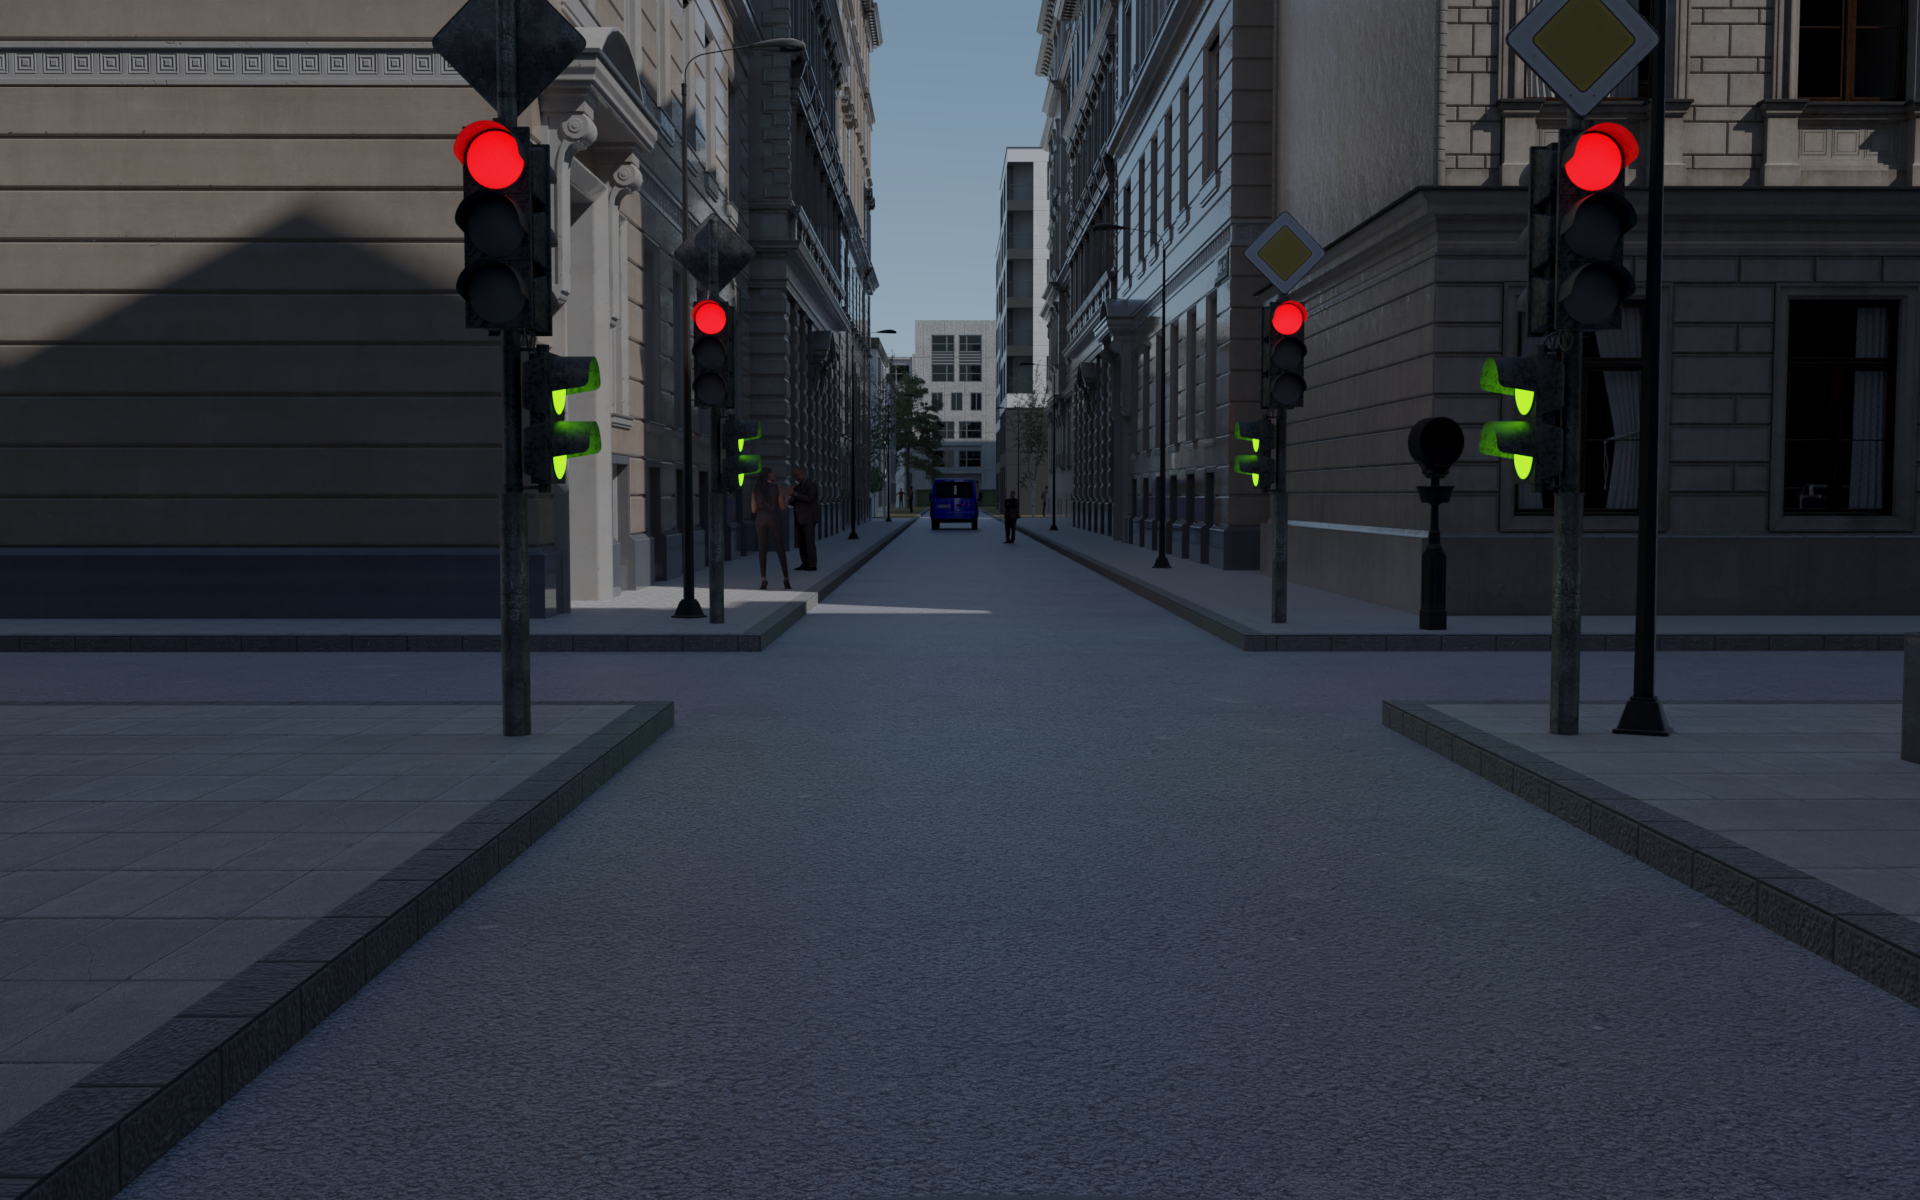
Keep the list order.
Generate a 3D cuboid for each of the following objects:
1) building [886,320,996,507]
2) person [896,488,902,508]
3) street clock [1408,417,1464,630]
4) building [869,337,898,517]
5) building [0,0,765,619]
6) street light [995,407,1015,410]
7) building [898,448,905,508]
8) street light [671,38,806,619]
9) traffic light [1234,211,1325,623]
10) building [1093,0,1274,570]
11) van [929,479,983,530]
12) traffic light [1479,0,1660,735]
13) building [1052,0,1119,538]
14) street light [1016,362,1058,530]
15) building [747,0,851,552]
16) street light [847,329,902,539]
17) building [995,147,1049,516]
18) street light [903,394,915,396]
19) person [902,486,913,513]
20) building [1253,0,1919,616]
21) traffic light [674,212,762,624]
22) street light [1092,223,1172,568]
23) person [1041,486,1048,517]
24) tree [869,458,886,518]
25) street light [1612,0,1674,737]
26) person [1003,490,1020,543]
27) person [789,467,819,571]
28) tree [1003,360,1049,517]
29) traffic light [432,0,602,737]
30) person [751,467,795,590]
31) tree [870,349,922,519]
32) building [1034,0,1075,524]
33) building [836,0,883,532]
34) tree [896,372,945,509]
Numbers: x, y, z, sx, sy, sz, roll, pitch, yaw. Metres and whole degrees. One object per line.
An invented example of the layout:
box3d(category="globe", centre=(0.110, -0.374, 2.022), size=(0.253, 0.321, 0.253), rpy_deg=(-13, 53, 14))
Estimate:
box3d(category="building", centre=(-4.620, -19.459, 184.607), size=(31.486, 18.905, 16.747), rpy_deg=(0, 4, 0))
box3d(category="person", centre=(-5.358, -9.247, 157.197), size=(1.348, 1.831, 0.705), rpy_deg=(1, 4, 11))
box3d(category="street clock", centre=(4.480, -0.720, 16.345), size=(0.471, 2.002, 0.358), rpy_deg=(-1, 4, -14))
box3d(category="building", centre=(-8.963, -10.068, 106.753), size=(9.099, 9.664, 28.070), rpy_deg=(0, 4, 0))
box3d(category="building", centre=(-10.549, -14.721, 26.598), size=(13.634, 28.700, 20.117), rpy_deg=(0, 4, 0))
box3d(category="street light", centre=(2.578, -7.319, 92.206), size=(1.470, 5.913, 1.316), rpy_deg=(0, 4, 0))
box3d(category="building", centre=(-9.408, -11.781, 134.768), size=(9.099, 9.664, 28.070), rpy_deg=(0, 4, 0))
box3d(category="street light", centre=(-2.274, -2.769, 17.816), size=(1.470, 5.913, 1.316), rpy_deg=(0, 4, 0))
box3d(category="traffic light", centre=(3.163, -1.707, 17.150), size=(0.839, 4.213, 0.868), rpy_deg=(0, 4, 0))
box3d(category="building", centre=(10.580, -15.418, 37.991), size=(13.634, 28.700, 20.117), rpy_deg=(0, 4, 0))
box3d(category="van", centre=(-0.196, -4.074, 70.995), size=(2.240, 2.365, 5.245), rpy_deg=(0, 4, 1))
box3d(category="traffic light", centre=(3.218, -1.218, 9.166), size=(0.839, 4.213, 0.868), rpy_deg=(0, 4, 0))
box3d(category="building", centre=(9.221, -14.047, 58.553), size=(11.050, 23.489, 19.941), rpy_deg=(0, 4, 0))
box3d(category="street light", centre=(2.777, -5.413, 61.042), size=(1.470, 5.913, 1.316), rpy_deg=(0, 4, 0))
box3d(category="building", centre=(-8.656, -13.348, 47.125), size=(11.050, 23.489, 19.941), rpy_deg=(0, 4, 0))
box3d(category="street light", centre=(-2.484, -4.675, 48.980), size=(1.470, 5.913, 1.316), rpy_deg=(0, 4, 0))
box3d(category="building", centre=(16.583, -16.795, 118.580), size=(27.936, 21.610, 32.646), rpy_deg=(0, 4, 0))
box3d(category="street light", centre=(-2.770, -6.581, 80.143), size=(1.470, 5.913, 1.316), rpy_deg=(0, 4, 0))
box3d(category="person", centre=(-3.320, -6.752, 116.395), size=(0.705, 1.831, 1.348), rpy_deg=(0, 4, 3))
box3d(category="building", centre=(13.886, -9.650, 22.412), size=(19.286, 19.102, 10.561), rpy_deg=(0, 4, 0))
box3d(category="traffic light", centre=(-2.398, -1.703, 17.096), size=(0.839, 4.213, 0.868), rpy_deg=(0, 4, 0))
box3d(category="street light", centre=(2.964, -3.507, 29.877), size=(1.470, 5.913, 1.316), rpy_deg=(0, 4, 0))
box3d(category="person", centre=(4.992, -5.582, 97.838), size=(0.617, 1.759, 0.750), rpy_deg=(3, 5, 42))
box3d(category="tree", centre=(-4.679, -5.953, 91.931), size=(1.663, 3.219, 1.824), rpy_deg=(0, 3, 0))
box3d(category="street light", centre=(3.138, -2.239, 9.151), size=(1.470, 5.913, 1.316), rpy_deg=(0, 4, 0))
box3d(category="person", centre=(1.503, -2.418, 50.301), size=(0.482, 1.546, 0.388), rpy_deg=(1, 4, 22))
box3d(category="person", centre=(-2.641, -1.363, 29.013), size=(0.565, 1.739, 0.600), rpy_deg=(1, 4, 22))
box3d(category="tree", centre=(4.208, -8.898, 95.852), size=(4.360, 8.622, 3.978), rpy_deg=(0, 3, 0))
box3d(category="traffic light", centre=(-2.343, -1.215, 9.112), size=(0.839, 4.213, 0.868), rpy_deg=(0, 4, 0))
box3d(category="person", centre=(-2.523, -0.966, 23.315), size=(0.593, 1.643, 0.415), rpy_deg=(-3, 5, -42))
box3d(category="tree", centre=(-4.066, -8.380, 87.381), size=(4.360, 8.622, 3.978), rpy_deg=(0, 3, 0))
box3d(category="building", centre=(10.890, -17.930, 80.548), size=(14.401, 28.519, 23.554), rpy_deg=(0, 4, 0))
box3d(category="building", centre=(-9.755, -16.649, 69.481), size=(12.463, 27.353, 25.104), rpy_deg=(0, 4, 0))
box3d(category="tree", centre=(-4.684, -14.177, 153.851), size=(6.751, 12.117, 7.091), rpy_deg=(0, 3, 0))
